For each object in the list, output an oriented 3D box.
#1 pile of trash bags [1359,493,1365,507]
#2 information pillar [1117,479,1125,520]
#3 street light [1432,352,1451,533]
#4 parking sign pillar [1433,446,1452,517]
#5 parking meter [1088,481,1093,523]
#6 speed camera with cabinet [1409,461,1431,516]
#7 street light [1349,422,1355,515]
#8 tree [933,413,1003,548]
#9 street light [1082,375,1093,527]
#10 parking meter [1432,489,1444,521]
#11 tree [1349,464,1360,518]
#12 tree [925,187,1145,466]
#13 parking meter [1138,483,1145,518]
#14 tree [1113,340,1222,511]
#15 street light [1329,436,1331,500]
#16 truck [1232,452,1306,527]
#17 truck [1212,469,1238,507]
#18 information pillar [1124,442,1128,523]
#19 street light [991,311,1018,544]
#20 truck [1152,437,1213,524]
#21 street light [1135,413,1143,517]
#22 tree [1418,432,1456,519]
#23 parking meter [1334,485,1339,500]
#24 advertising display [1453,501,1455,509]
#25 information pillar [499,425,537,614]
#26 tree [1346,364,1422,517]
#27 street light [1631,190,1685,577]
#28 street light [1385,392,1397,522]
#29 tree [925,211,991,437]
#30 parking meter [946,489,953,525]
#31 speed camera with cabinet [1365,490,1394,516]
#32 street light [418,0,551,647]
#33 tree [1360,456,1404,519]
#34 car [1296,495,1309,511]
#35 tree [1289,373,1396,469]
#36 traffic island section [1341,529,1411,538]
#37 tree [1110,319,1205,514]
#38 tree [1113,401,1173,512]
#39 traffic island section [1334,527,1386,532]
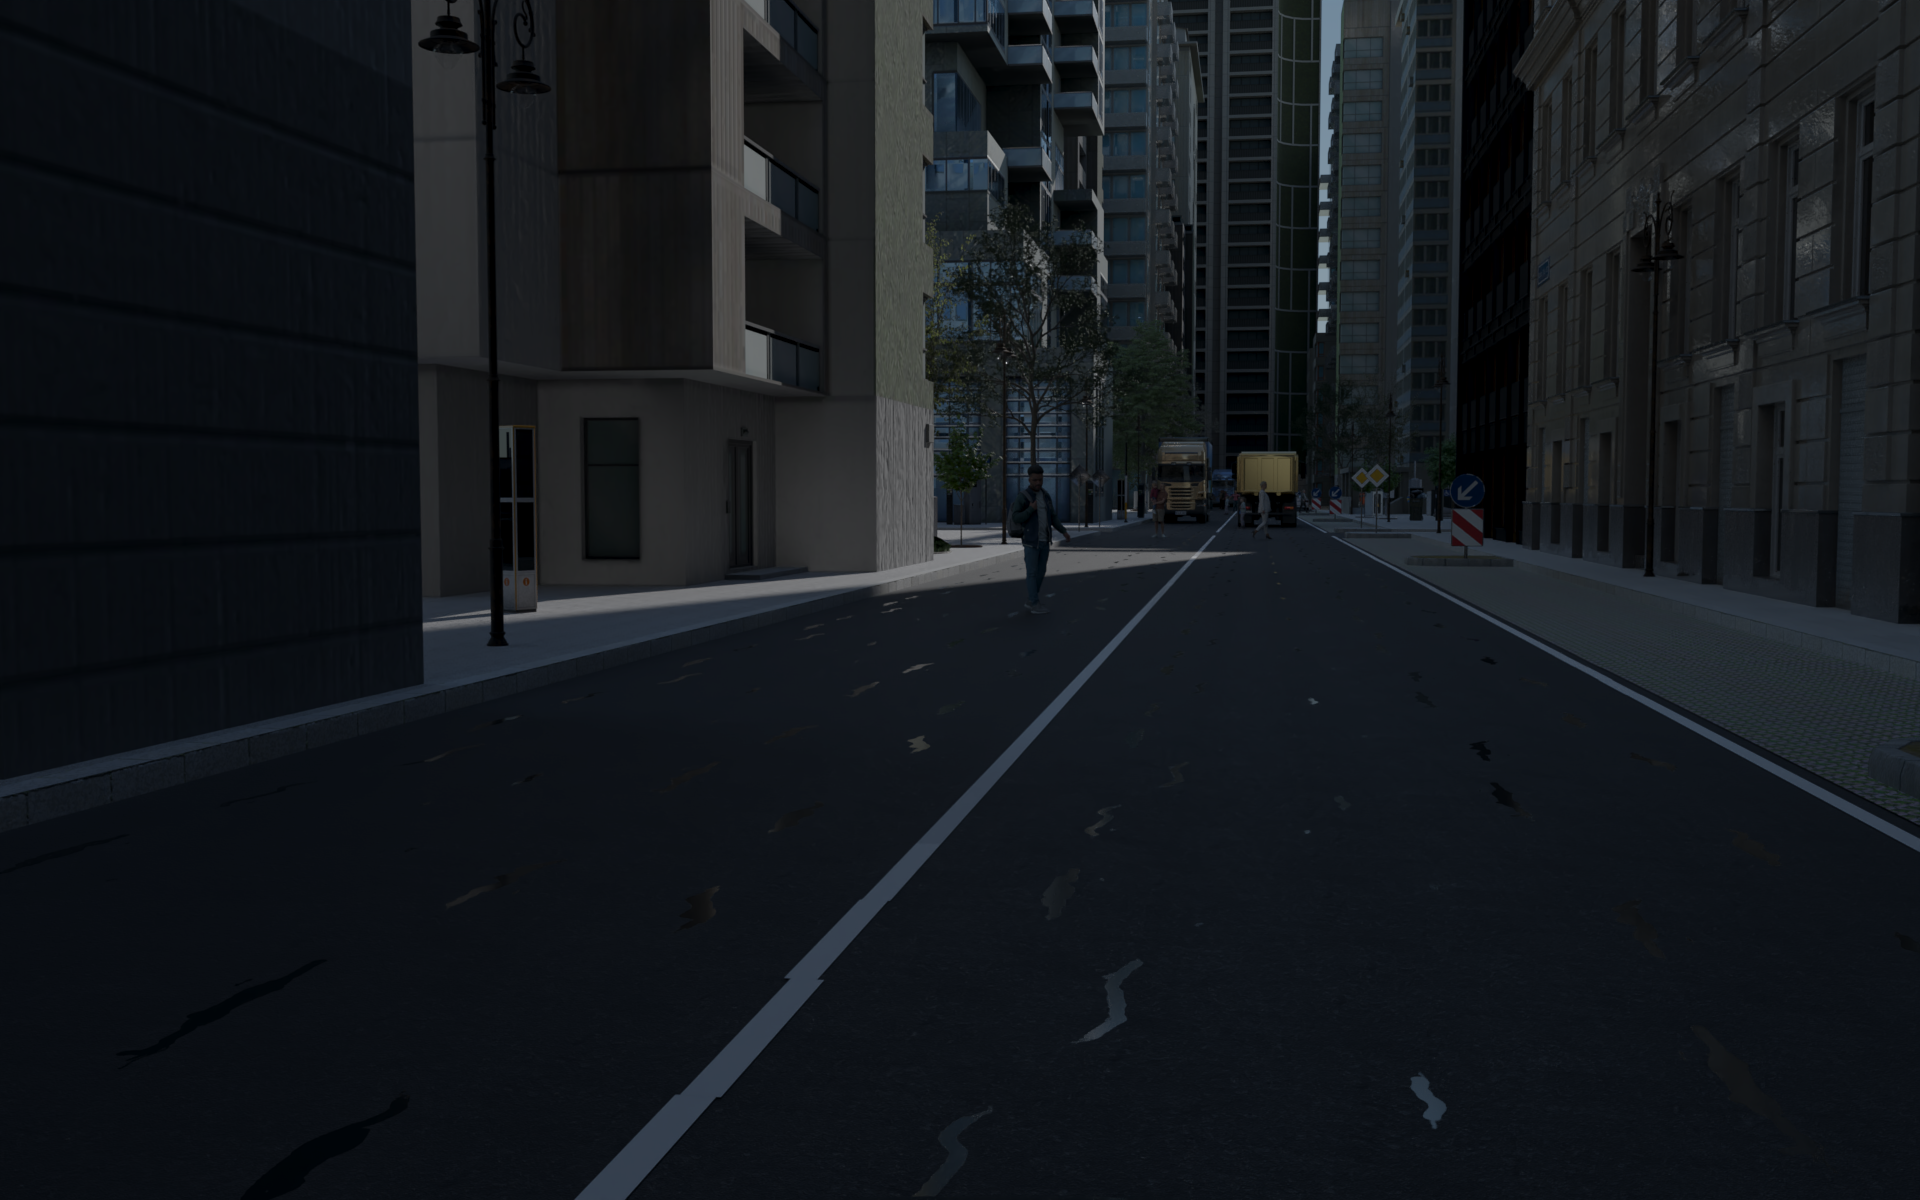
[{"bbox_3d":[30.644,-7.690,135.486,3.447,1.369,1.912,-3,5,-42],"label":"pile of trash bags"},{"bbox_3d":[8.089,-5.044,86.968,0.304,2.012,0.304,3,5,41],"label":"information pillar"},{"bbox_3d":[15.662,-5.118,56.464,0.468,5.910,1.993,1,4,10],"label":"street light"},{"bbox_3d":[27.003,-6.575,95.968,1.447,3.967,1.447,1,4,21],"label":"parking sign pillar"},{"bbox_3d":[5.689,-4.280,75.684,0.255,1.863,0.399,0,4,1],"label":"parking meter"},{"bbox_3d":[27.798,-6.652,103.102,2.038,3.252,0.660,2,4,26],"label":"speed camera with cabinet"},{"bbox_3d":[24.570,-8.298,108.456,0.468,5.910,1.993,1,4,10],"label":"street light"},{"bbox_3d":[-0.068,-2.881,41.701,1.663,3.219,1.824,0,3,0],"label":"tree"},{"bbox_3d":[4.901,-5.761,66.974,0.468,5.910,1.993,1,4,10],"label":"street light"},{"bbox_3d":[22.985,-4.563,83.018,0.372,1.533,0.369,0,3,0],"label":"parking meter"},{"bbox_3d":[22.244,-6.118,94.636,1.663,3.219,1.824,0,3,0],"label":"tree"},{"bbox_3d":[2.066,-7.277,53.393,7.601,10.594,8.767,0,4,-6],"label":"tree"},{"bbox_3d":[9.756,-5.348,93.155,0.255,1.863,0.399,1,4,23],"label":"parking meter"},{"bbox_3d":[15.082,-13.719,134.672,12.009,13.543,11.850,0,3,0],"label":"tree"},{"bbox_3d":[29.584,-10.132,138.439,0.468,5.910,1.993,1,4,10],"label":"street light"},{"bbox_3d":[13.877,-5.020,77.996,3.469,3.379,9.791,1,4,10],"label":"truck"},{"bbox_3d":[29.968,-12.555,195.033,2.967,4.110,18.799,1,4,11],"label":"truck"},{"bbox_3d":[7.487,-5.307,78.125,0.183,3.616,0.504,0,4,3],"label":"information pillar"},{"bbox_3d":[1.128,-4.353,43.963,0.468,5.910,1.993,1,4,10],"label":"street light"},{"bbox_3d":[11.391,-6.038,87.629,2.839,4.237,11.283,1,4,10],"label":"truck"},{"bbox_3d":[9.947,-7.564,96.461,0.468,5.910,1.993,1,4,10],"label":"street light"},{"bbox_3d":[25.762,-6.553,90.848,4.285,4.588,4.351,0,3,0],"label":"tree"},{"bbox_3d":[25.112,-6.712,115.451,0.255,1.863,0.399,0,4,5],"label":"parking meter"},{"bbox_3d":[22.257,-4.352,76.368,0.974,1.923,0.123,2,4,33],"label":"advertising display"},{"bbox_3d":[-4.797,-0.871,18.728,0.304,2.012,0.304,2,4,35],"label":"information pillar"},{"bbox_3d":[24.022,-9.071,98.681,4.360,8.622,3.978,0,3,0],"label":"tree"},{"bbox_3d":[10.709,-3.299,26.729,0.468,5.910,1.993,1,4,10],"label":"street light"},{"bbox_3d":[19.577,-6.490,78.902,0.468,5.910,1.993,1,4,10],"label":"street light"},{"bbox_3d":[-1.234,-5.846,45.951,4.360,8.622,3.978,0,3,0],"label":"tree"},{"bbox_3d":[-0.431,-4.088,72.543,0.255,1.863,0.399,0,4,3],"label":"parking meter"},{"bbox_3d":[24.829,-6.611,102.426,2.038,3.252,0.660,-3,4,-38],"label":"speed camera with cabinet"},{"bbox_3d":[-3.912,-2.550,14.475,0.468,5.910,1.993,1,4,10],"label":"street light"},{"bbox_3d":[21.626,-5.723,88.176,1.663,3.219,1.824,0,3,0],"label":"tree"},{"bbox_3d":[29.557,-8.525,151.750,2.083,1.381,4.827,0,4,8],"label":"car"},{"bbox_3d":[29.469,-12.093,132.131,8.767,10.594,7.601,0,4,6],"label":"tree"},{"bbox_3d":[13.782,-2.140,57.262,2.009,0.180,2.903,1,4,10],"label":"traffic island section"},{"bbox_3d":[11.971,-11.873,112.244,7.486,12.596,7.792,0,3,0],"label":"tree"},{"bbox_3d":[12.932,-10.473,121.598,4.360,8.622,3.978,0,3,0],"label":"tree"},{"bbox_3d":[15.114,-2.621,65.136,2.009,0.180,2.903,1,4,10],"label":"traffic island section"}]
